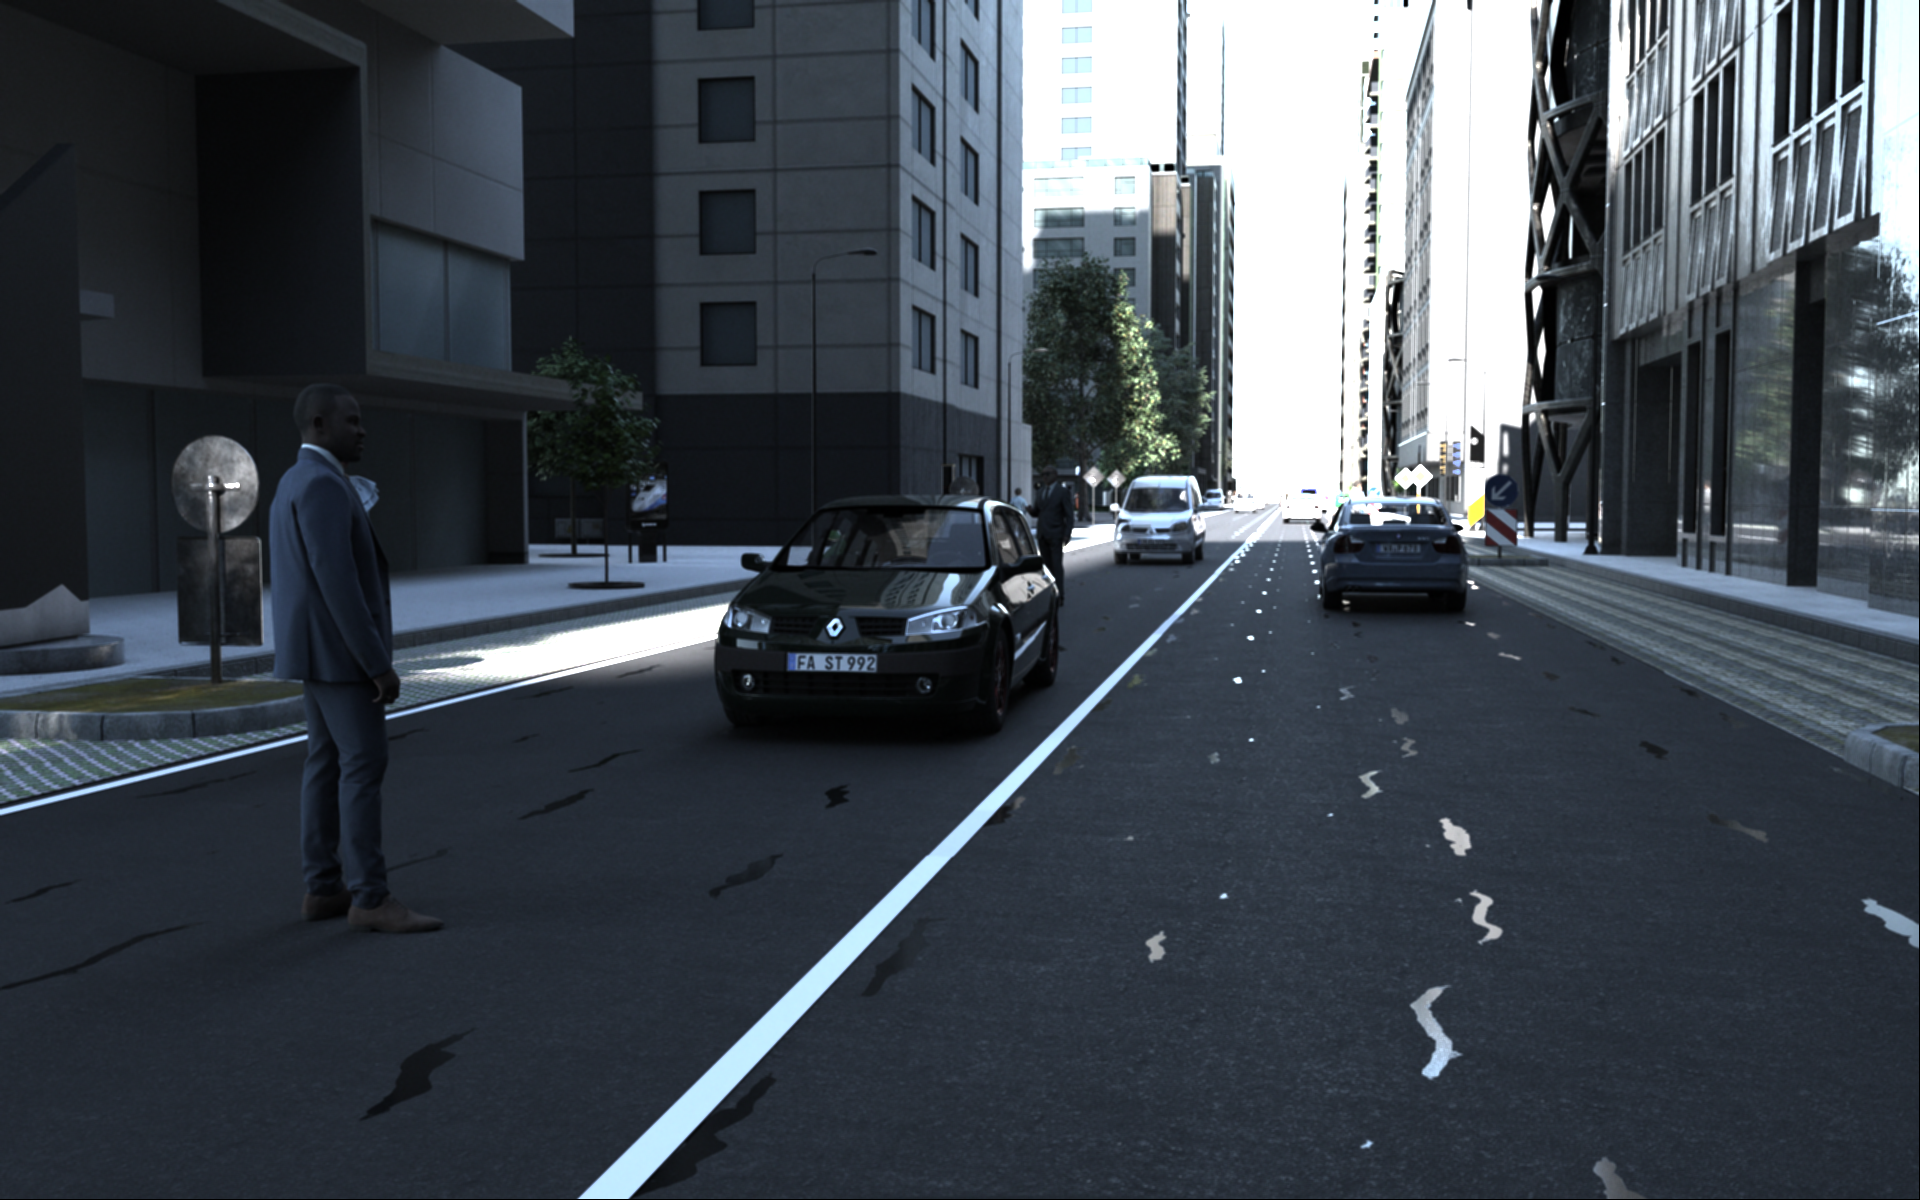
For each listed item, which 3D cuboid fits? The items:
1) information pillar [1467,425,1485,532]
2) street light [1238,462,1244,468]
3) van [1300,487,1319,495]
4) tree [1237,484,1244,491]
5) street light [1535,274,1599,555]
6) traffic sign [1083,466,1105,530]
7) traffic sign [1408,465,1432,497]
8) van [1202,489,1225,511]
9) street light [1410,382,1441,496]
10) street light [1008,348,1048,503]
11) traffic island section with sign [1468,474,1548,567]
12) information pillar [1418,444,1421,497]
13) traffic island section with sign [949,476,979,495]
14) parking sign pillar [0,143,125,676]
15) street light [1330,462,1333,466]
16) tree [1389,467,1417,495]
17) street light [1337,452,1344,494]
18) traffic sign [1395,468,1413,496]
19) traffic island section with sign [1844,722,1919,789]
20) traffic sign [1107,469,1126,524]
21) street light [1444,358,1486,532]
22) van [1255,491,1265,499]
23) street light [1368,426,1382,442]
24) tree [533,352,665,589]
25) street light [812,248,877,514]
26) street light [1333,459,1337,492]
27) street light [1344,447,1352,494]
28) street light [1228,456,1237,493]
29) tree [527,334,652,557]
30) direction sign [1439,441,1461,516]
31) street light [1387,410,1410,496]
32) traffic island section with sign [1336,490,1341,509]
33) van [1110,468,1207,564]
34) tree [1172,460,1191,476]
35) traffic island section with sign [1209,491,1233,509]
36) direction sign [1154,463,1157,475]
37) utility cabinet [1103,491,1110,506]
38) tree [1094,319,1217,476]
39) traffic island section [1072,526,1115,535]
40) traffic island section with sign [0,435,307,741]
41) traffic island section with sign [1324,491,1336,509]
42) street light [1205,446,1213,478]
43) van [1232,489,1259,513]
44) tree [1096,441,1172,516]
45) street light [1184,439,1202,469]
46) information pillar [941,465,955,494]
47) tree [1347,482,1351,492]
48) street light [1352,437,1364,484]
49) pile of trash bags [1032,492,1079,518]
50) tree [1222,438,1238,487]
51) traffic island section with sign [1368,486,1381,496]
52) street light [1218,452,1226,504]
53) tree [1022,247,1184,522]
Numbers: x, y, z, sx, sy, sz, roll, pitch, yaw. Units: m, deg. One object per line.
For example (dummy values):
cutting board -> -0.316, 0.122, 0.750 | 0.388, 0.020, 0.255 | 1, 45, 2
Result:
information pillar -> 17.384, -4.094, 58.299 | 0.504, 3.616, 0.183 | 1, 4, 21
street light -> 43.922, -18.289, 271.557 | 1.470, 5.913, 1.316 | 1, 4, 11
van -> 35.611, -10.558, 177.007 | 2.240, 2.365, 5.245 | 1, 4, 10
tree -> 48.519, -18.712, 300.537 | 1.663, 3.219, 1.824 | 0, 3, 0
street light -> 12.863, -3.923, 36.683 | 1.470, 5.913, 1.316 | 1, 4, 11
traffic sign -> 4.754, -3.546, 61.620 | 0.795, 2.450, 0.064 | 1, 4, 11
traffic sign -> 15.791, -3.415, 59.474 | 0.795, 2.450, 0.064 | 1, 4, 11
van -> 21.791, -8.670, 148.765 | 2.013, 2.044, 4.112 | 1, 4, 10
street light -> 19.636, -6.081, 71.965 | 1.470, 5.913, 1.316 | 1, 4, 11
street light -> 2.112, -5.072, 55.472 | 1.470, 5.913, 1.316 | 1, 4, 11
traffic island section with sign -> 10.765, -1.620, 35.119 | 1.989, 1.847, 2.006 | 1, 4, 11
information pillar -> 21.580, -5.509, 81.420 | 0.183, 3.616, 0.504 | 1, 4, 18
traffic island section with sign -> 0.046, -1.762, 37.433 | 1.989, 1.847, 2.006 | 1, 4, 11
parking sign pillar -> -7.019, -1.487, 12.779 | 1.447, 3.967, 1.447 | 0, 4, 2
street light -> 49.961, -15.693, 229.113 | 1.470, 5.913, 1.316 | 1, 4, 11
tree -> 27.052, -6.791, 105.638 | 1.663, 3.219, 1.824 | 0, 3, 0
street light -> 43.004, -13.453, 192.492 | 1.470, 5.913, 1.316 | 1, 4, 11
traffic sign -> 17.306, -3.894, 67.314 | 0.795, 2.450, 0.064 | 1, 4, 11
traffic island section with sign -> 5.647, -0.001, 8.652 | 1.989, 1.847, 2.006 | 1, 4, 11
traffic sign -> 6.270, -4.026, 69.461 | 0.795, 2.450, 0.064 | 1, 4, 11
street light -> 17.315, -5.296, 59.132 | 1.470, 5.913, 1.316 | 1, 4, 11
van -> 35.811, -12.358, 209.062 | 2.013, 2.044, 4.112 | 1, 4, 12
street light -> 28.667, -8.905, 118.132 | 1.470, 5.913, 1.316 | 1, 4, 11
tree -> -4.788, -1.775, 23.619 | 1.663, 3.219, 1.824 | 0, 3, 0
street light -> -2.254, -3.698, 33.007 | 1.470, 5.913, 1.316 | 1, 4, 11
street light -> 47.629, -14.887, 215.941 | 1.470, 5.913, 1.316 | 1, 4, 11
street light -> 38.758, -12.077, 170.004 | 1.470, 5.913, 1.316 | 1, 4, 11
street light -> 35.197, -15.524, 226.354 | 1.470, 5.913, 1.316 | 1, 4, 11
tree -> -7.889, -3.176, 35.647 | 4.285, 4.588, 4.351 | 0, 3, 0
direction sign -> 20.991, -5.030, 74.242 | 0.876, 3.537, 0.379 | 0, 4, 7
street light -> 24.327, -7.529, 95.642 | 1.470, 5.913, 1.316 | 1, 4, 11
traffic island section with sign -> 26.479, -6.592, 116.401 | 1.989, 1.847, 2.006 | 1, 4, 11
van -> 4.275, -1.826, 36.859 | 2.013, 2.044, 4.112 | 1, 4, 12
tree -> 16.705, -9.429, 137.884 | 4.285, 4.588, 4.351 | 0, 3, 0
traffic island section with sign -> 24.925, -9.635, 166.165 | 1.989, 1.847, 2.006 | 1, 4, 11
direction sign -> 13.067, -7.580, 115.928 | 0.379, 3.537, 0.876 | 1, 4, 16
utility cabinet -> 11.958, -8.002, 139.507 | 0.318, 1.500, 1.173 | 3, 4, 39
tree -> 13.970, -13.353, 124.982 | 9.857, 13.997, 8.962 | 0, 3, 0
traffic island section -> 4.729, -2.410, 61.686 | 2.009, 0.180, 2.903 | 1, 4, 11
traffic island section with sign -> -5.071, -0.143, 10.966 | 1.989, 1.847, 2.006 | 1, 4, 11
traffic island section with sign -> 41.128, -11.225, 192.159 | 1.989, 1.847, 2.006 | 1, 4, 11
street light -> 23.905, -11.968, 168.209 | 1.470, 5.913, 1.316 | 1, 4, 11
van -> 21.770, -7.645, 132.003 | 2.013, 2.044, 4.112 | 1, 4, 11
tree -> 9.710, -7.346, 103.818 | 4.285, 4.588, 4.351 | 0, 3, 0
street light -> 19.384, -10.554, 145.095 | 1.470, 5.913, 1.316 | 1, 4, 11
information pillar -> -0.291, -2.370, 43.246 | 0.304, 2.012, 0.304 | 0, 4, 8
tree -> 50.939, -14.008, 223.631 | 1.663, 3.219, 1.824 | 0, 3, 0
street light -> 34.395, -10.703, 147.538 | 1.470, 5.913, 1.316 | 1, 4, 11
pile of trash bags -> 5.492, -5.141, 93.800 | 1.912, 1.369, 3.447 | -3, 5, -45
tree -> 32.963, -16.458, 219.455 | 4.360, 8.622, 3.978 | 0, 3, 0
traffic island section with sign -> 21.376, -4.973, 89.931 | 1.989, 1.847, 2.006 | 1, 4, 11
street light -> 28.239, -13.342, 190.680 | 1.470, 5.913, 1.316 | 1, 4, 11
tree -> 5.671, -10.022, 80.862 | 9.611, 12.733, 9.660 | 0, 3, 0
